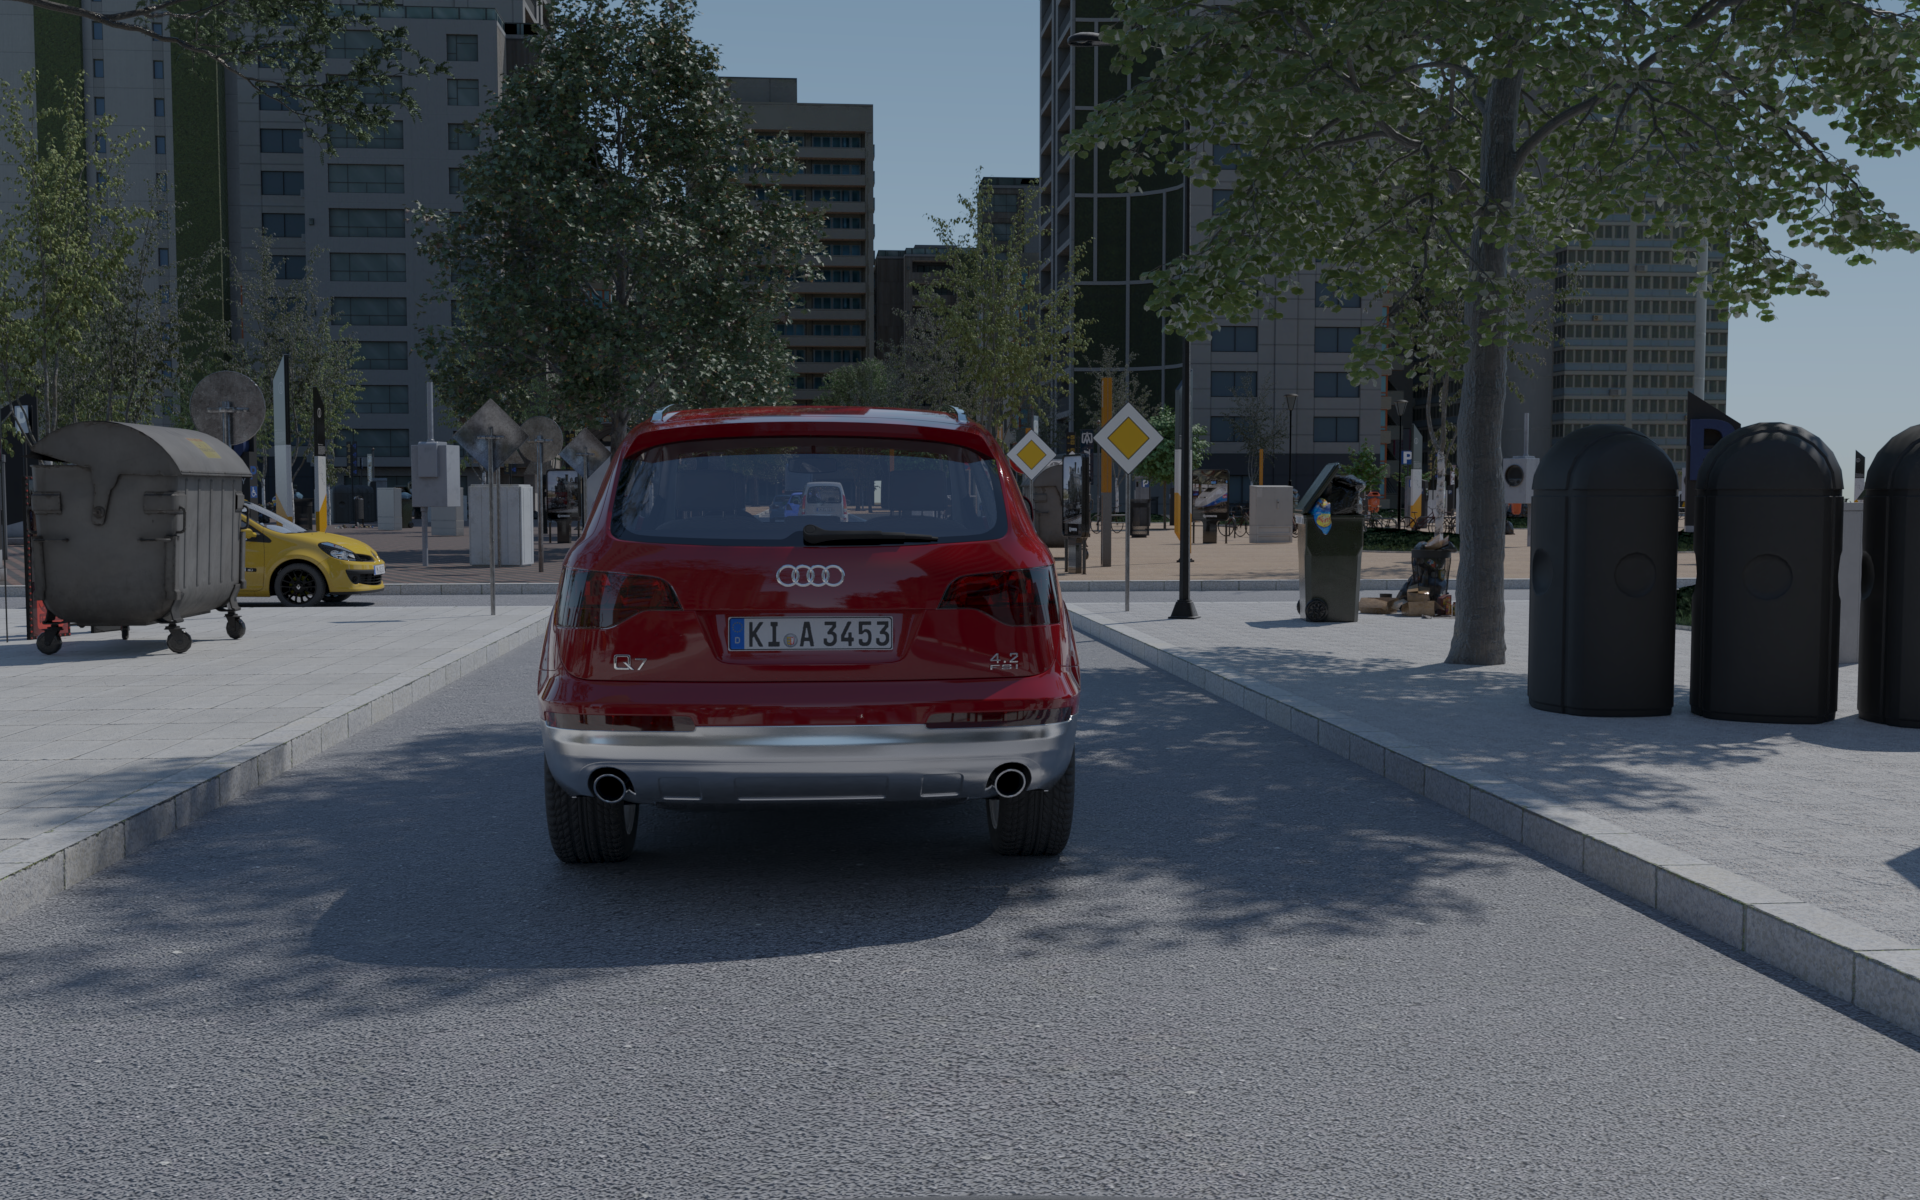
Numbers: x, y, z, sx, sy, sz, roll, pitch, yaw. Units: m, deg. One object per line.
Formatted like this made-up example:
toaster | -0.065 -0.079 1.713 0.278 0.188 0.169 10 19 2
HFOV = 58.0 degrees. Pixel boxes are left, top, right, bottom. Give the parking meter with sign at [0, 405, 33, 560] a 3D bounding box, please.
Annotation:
parking meter with sign | -18.948 -2.281 33.552 0.543 3.016 1.738 3 4 37

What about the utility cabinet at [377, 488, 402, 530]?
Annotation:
utility cabinet | -20.009 -3.187 60.781 1.173 1.500 0.318 3 5 44

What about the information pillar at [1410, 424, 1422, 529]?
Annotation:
information pillar | 15.302 -4.083 58.104 0.504 3.616 0.183 -3 5 -39

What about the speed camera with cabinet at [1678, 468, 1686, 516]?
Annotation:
speed camera with cabinet | 42.227 -6.425 99.377 0.660 3.252 2.038 -2 4 -26

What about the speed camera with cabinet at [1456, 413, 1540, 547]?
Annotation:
speed camera with cabinet | 13.267 -2.964 42.798 0.660 3.252 2.038 -3 4 -37

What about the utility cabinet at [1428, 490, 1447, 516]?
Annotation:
utility cabinet | 27.691 -5.628 100.697 1.173 1.500 0.318 0 4 1

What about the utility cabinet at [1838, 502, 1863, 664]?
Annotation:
utility cabinet | 6.387 -0.117 13.078 1.020 1.237 0.306 -2 4 -24

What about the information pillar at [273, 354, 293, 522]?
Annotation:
information pillar | -11.453 -2.322 29.318 0.183 3.616 0.504 -3 5 -43

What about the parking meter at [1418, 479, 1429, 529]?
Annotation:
parking meter | 17.178 -3.586 64.345 0.399 1.863 0.255 3 5 41

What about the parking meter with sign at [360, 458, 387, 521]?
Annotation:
parking meter with sign | -27.852 -5.314 83.149 1.738 3.016 0.543 -1 4 -16

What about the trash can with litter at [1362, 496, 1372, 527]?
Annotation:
trash can with litter | 13.824 -3.086 61.507 2.233 1.210 1.678 1 4 20

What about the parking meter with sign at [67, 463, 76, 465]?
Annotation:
parking meter with sign | -21.955 -2.865 43.109 0.543 3.016 1.738 1 4 20

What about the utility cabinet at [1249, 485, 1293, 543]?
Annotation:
utility cabinet | 8.035 -2.203 44.690 1.173 1.500 0.318 -2 4 -28

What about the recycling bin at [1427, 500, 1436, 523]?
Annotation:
recycling bin | 20.595 -3.903 76.368 0.722 1.027 0.722 -2 4 -24

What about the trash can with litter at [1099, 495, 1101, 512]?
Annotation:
trash can with litter | 7.145 -4.773 89.103 1.678 1.210 2.233 0 4 -1

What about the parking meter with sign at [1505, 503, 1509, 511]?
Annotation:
parking meter with sign | 32.136 -6.344 99.987 1.738 3.016 0.543 -1 4 -19

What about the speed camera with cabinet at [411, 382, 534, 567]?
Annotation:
speed camera with cabinet | -8.657 -2.227 30.754 2.038 3.252 0.660 1 4 9

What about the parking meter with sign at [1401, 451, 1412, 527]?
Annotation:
parking meter with sign | 17.954 -4.446 68.947 0.543 3.016 1.738 0 4 5

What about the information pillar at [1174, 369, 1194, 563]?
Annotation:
information pillar | 4.185 -2.510 32.386 0.183 3.616 0.504 3 5 39

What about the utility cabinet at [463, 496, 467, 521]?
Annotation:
utility cabinet | -24.090 -4.405 83.181 1.020 1.237 0.306 3 4 38

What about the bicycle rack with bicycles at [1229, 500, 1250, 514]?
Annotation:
bicycle rack with bicycles | 16.014 -5.109 96.909 2.852 0.926 2.925 -2 4 -24

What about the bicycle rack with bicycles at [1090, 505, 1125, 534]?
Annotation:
bicycle rack with bicycles | 4.206 -2.646 56.652 2.852 0.926 2.925 3 4 38

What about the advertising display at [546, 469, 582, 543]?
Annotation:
advertising display | -10.324 -2.442 45.141 0.974 1.923 0.123 1 4 18

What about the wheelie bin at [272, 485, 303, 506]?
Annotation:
wheelie bin | -22.995 -3.143 59.301 0.980 1.594 0.693 -2 4 -31

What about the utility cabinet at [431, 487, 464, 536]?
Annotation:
utility cabinet | -15.615 -2.697 52.767 1.173 1.500 0.318 2 4 35

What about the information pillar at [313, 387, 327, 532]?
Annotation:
information pillar | -14.054 -2.855 38.032 0.183 3.616 0.504 0 4 -1

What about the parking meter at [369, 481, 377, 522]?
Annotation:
parking meter | -27.268 -4.573 80.481 0.255 1.863 0.399 -2 4 -27

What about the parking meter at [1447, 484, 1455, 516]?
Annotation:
parking meter | 28.758 -5.861 101.530 0.399 1.863 0.255 3 4 37

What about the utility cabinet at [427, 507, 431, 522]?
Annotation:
utility cabinet | -24.079 -4.182 79.537 0.306 1.237 1.020 3 5 45

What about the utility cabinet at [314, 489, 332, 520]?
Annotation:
utility cabinet | -30.511 -4.561 83.254 0.318 1.500 1.173 1 4 18

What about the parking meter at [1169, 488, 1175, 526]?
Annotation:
parking meter | 8.696 -3.787 70.329 0.372 1.533 0.369 0 3 0

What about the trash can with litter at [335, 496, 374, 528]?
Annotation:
trash can with litter | -23.031 -3.331 65.521 1.678 1.210 2.233 1 4 11

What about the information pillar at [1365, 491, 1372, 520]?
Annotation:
information pillar | 19.935 -4.901 84.621 0.304 2.012 0.304 1 4 21

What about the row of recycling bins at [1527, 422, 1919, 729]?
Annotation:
row of recycling bins | 5.124 -0.171 9.908 3.534 1.692 1.069 1 4 15

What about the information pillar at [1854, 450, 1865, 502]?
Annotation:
information pillar | 47.210 -6.090 90.930 0.504 3.616 0.183 3 5 41

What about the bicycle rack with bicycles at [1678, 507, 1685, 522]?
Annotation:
bicycle rack with bicycles | 35.148 -4.478 86.595 2.925 0.926 2.852 0 4 -1

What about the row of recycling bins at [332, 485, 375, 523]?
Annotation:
row of recycling bins | -27.073 -4.301 77.427 1.069 1.692 3.534 0 4 1

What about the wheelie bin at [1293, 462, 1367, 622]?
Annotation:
wheelie bin | 3.763 -0.591 17.578 0.693 1.594 0.980 0 4 3

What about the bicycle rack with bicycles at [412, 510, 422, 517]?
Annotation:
bicycle rack with bicycles | -31.284 -5.135 97.337 2.852 0.926 2.925 -1 4 -18

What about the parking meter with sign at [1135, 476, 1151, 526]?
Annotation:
parking meter with sign | 7.367 -4.489 69.655 0.543 3.016 1.738 -1 4 -13

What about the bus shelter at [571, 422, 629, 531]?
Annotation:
bus shelter | -10.104 -3.504 51.208 2.014 3.302 5.546 0 4 -5

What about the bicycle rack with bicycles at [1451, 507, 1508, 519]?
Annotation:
bicycle rack with bicycles | 23.725 -4.028 79.245 2.852 0.926 2.925 0 4 -1

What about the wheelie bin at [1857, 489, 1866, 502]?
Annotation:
wheelie bin | 33.156 -3.378 63.142 0.693 1.594 0.980 0 4 7

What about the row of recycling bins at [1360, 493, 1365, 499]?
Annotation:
row of recycling bins | 22.010 -5.496 96.980 1.069 1.692 3.534 0 4 -1

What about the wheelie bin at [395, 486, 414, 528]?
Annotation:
wheelie bin | -20.968 -3.498 65.093 0.980 1.594 0.693 2 4 30
